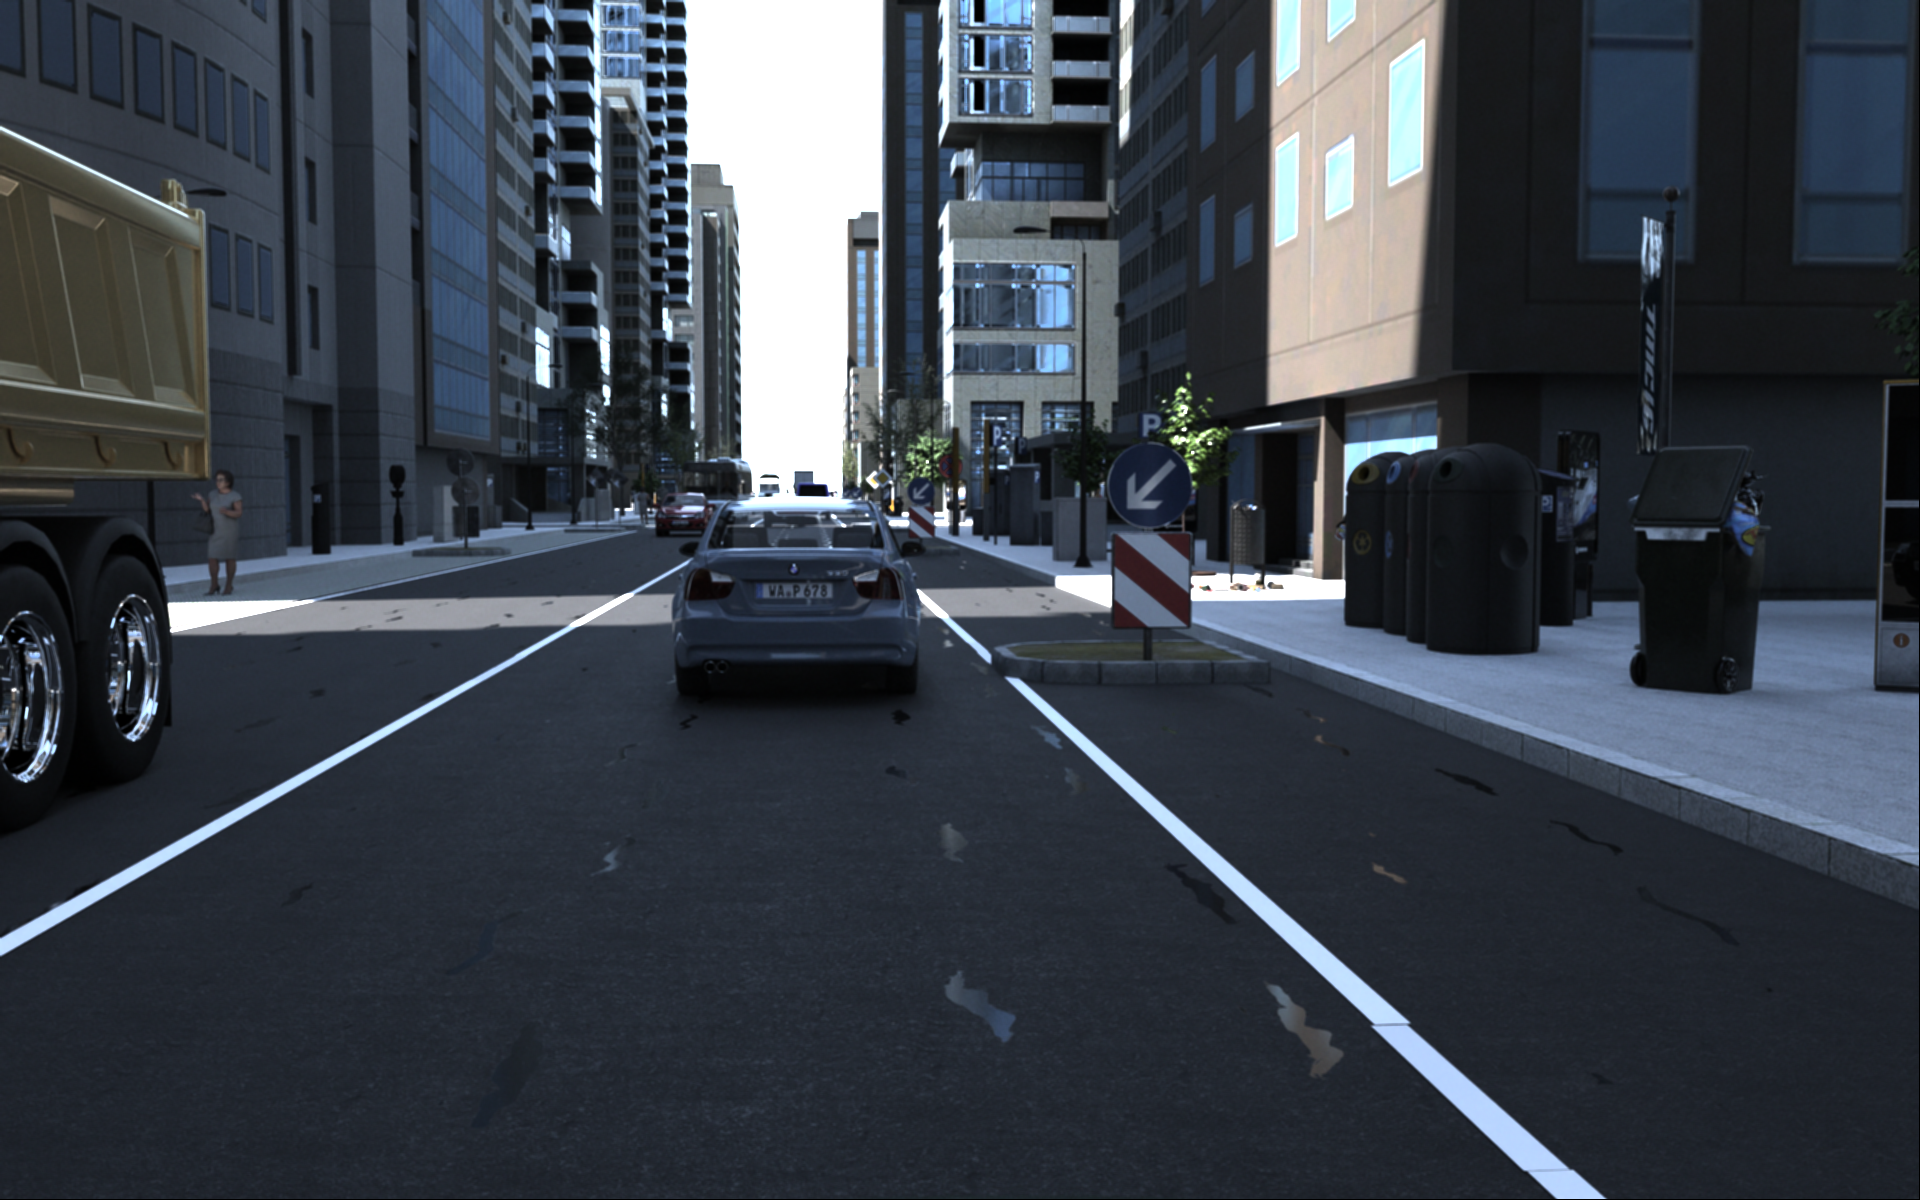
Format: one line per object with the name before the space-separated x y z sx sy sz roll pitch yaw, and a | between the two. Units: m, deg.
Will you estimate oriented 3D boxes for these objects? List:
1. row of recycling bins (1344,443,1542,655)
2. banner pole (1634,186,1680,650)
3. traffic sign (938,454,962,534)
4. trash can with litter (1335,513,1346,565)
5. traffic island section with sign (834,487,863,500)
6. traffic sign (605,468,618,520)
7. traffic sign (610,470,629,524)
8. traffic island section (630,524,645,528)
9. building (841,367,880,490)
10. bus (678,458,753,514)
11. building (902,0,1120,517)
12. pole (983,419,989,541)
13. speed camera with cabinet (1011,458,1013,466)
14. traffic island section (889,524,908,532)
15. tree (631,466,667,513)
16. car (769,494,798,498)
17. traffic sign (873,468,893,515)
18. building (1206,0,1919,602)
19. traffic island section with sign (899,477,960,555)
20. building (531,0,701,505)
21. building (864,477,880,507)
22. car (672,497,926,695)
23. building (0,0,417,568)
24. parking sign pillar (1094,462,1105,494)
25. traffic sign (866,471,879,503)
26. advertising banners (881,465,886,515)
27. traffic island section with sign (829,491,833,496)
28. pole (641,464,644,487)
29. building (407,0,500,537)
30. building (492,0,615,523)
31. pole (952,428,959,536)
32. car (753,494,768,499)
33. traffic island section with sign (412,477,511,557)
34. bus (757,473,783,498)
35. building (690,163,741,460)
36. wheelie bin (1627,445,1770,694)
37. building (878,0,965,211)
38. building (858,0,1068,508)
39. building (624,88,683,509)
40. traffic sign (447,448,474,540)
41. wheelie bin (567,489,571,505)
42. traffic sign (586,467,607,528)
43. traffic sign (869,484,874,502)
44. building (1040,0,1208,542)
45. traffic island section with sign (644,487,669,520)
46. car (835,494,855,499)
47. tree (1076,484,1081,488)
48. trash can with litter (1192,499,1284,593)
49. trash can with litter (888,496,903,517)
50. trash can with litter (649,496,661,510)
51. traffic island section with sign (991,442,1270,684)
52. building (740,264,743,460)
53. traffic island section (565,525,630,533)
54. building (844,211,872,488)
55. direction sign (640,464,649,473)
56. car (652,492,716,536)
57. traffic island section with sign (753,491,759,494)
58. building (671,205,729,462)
row of recycling bins | 4.278 -0.513 15.495 1.069 1.692 3.534 0 4 -1
banner pole | 5.625 -1.467 14.007 0.401 3.779 0.863 3 5 41
traffic sign | -0.308 -3.377 55.321 0.768 2.556 0.104 0 4 -2
trash can with litter | 4.402 -0.465 18.993 0.624 1.170 1.055 1 4 9
traffic island section with sign | -5.878 -5.372 96.458 1.989 1.847 2.006 0 4 -5
traffic sign | -17.192 -5.235 85.700 0.768 2.556 0.104 0 4 -3
traffic sign | -14.400 -4.259 73.280 0.795 2.450 0.064 0 4 -5
traffic island section | -14.423 -3.123 73.340 2.009 0.180 2.903 0 4 -5
building | -6.171 -27.543 295.362 27.650 21.520 28.899 0 4 -5
bus | -12.110 -5.649 87.223 2.948 3.499 13.247 0 4 -3
building | 7.391 -48.825 110.956 22.319 86.520 31.000 0 4 -5
pole | 0.718 -3.274 47.368 0.158 3.312 0.155 0 3 0
speed camera with cabinet | 2.166 -6.137 94.671 2.038 3.252 0.660 3 5 40
traffic island section | -2.929 -2.693 66.316 2.009 0.180 2.903 0 4 -5
tree | -20.826 -7.473 116.785 1.663 3.219 1.824 0 3 0
car | -7.665 -4.034 75.747 2.009 1.686 4.222 0 4 -4
traffic sign | -2.952 -3.828 66.237 0.795 2.450 0.064 0 4 -5
building | 11.917 -23.012 26.350 14.600 45.320 14.200 0 4 -5
traffic island section with sign | -1.081 -2.004 41.392 1.989 1.847 2.006 0 4 -5
building | -38.871 -53.324 184.523 22.319 86.520 31.000 0 4 -5
building | 6.103 -29.987 182.172 32.217 40.220 23.993 0 4 -5
car | -1.252 -0.104 13.707 2.014 1.417 4.499 0 4 -4
building | -24.264 -29.927 31.310 21.231 58.520 28.212 0 4 -5
parking sign pillar | 6.274 -5.285 74.879 1.447 3.967 1.447 -2 4 -25
traffic sign | -3.644 -4.315 74.192 0.795 2.450 0.064 0 4 -5
advertising banners | -4.636 -6.665 105.167 0.090 3.025 2.074 0 4 4
traffic island section with sign | -8.213 -7.014 123.313 1.989 1.847 2.006 0 4 -5
pole | -21.612 -7.599 118.090 0.158 3.312 0.155 0 3 0
building | -23.199 -24.717 54.239 14.200 45.320 14.600 0 4 -5
building | -33.904 -23.930 83.137 32.217 40.220 23.993 0 4 -5
pole | -0.138 -3.627 53.143 0.158 3.312 0.155 0 3 0
car | -20.125 -10.042 172.990 1.959 1.807 4.718 0 4 -6
traffic island section with sign | -11.566 -1.943 40.391 1.989 1.847 2.006 0 4 -5
bus | -22.425 -12.984 203.833 2.896 3.916 12.252 0 4 -7
building | -43.531 -38.654 255.694 21.300 48.544 21.600 0 4 -5
wheelie bin | 4.859 -0.215 11.430 0.693 1.594 0.980 -3 4 -38
building | 0.532 -30.102 142.277 14.600 45.320 14.200 0 4 -5
building | -0.748 -54.743 207.713 22.319 86.520 31.000 0 4 -5
building | -41.198 -28.506 157.947 32.217 40.220 23.993 0 4 -5
traffic sign | -13.936 -2.949 48.326 0.768 2.556 0.104 0 4 -1
wheelie bin | -22.601 -5.731 101.613 0.980 1.594 0.693 -2 4 -27
traffic sign | -13.708 -3.773 65.325 0.795 2.450 0.064 0 4 -5
traffic sign | -6.047 -7.421 121.444 0.768 2.556 0.104 0 4 -3
building | 18.194 -22.160 54.198 32.217 40.220 23.993 0 4 -5
traffic island section with sign | -16.385 -5.325 95.683 1.989 1.847 2.006 0 4 -5
car | -9.070 -7.765 135.746 1.959 1.807 4.718 0 4 -6
tree | 7.420 -6.720 93.589 4.285 4.588 4.351 0 3 0
trash can with litter | 3.450 -0.738 23.123 2.233 1.210 1.678 -1 4 -23
trash can with litter | -3.671 -5.282 97.749 0.624 1.170 1.055 -3 5 -42
trash can with litter | -24.843 -8.009 142.005 2.233 1.210 1.678 1 4 22
traffic island section with sign | 1.286 -0.330 14.029 1.989 1.847 2.006 0 4 -5
building | -44.813 -37.590 298.197 14.154 41.232 14.086 0 4 -5
traffic island section | -13.730 -2.636 65.384 2.009 0.180 2.903 0 4 -5
building | -10.936 -38.075 272.632 14.600 45.320 14.200 0 4 -5
direction sign | -23.510 -8.389 129.161 0.876 3.537 0.379 2 4 32
car | -9.554 -3.128 60.183 2.155 1.783 4.494 0 4 -5
traffic island section with sign | -32.600 -16.722 282.036 1.989 1.847 2.006 0 4 -5
building | -39.176 -33.908 237.989 14.154 41.232 14.086 0 4 -5
